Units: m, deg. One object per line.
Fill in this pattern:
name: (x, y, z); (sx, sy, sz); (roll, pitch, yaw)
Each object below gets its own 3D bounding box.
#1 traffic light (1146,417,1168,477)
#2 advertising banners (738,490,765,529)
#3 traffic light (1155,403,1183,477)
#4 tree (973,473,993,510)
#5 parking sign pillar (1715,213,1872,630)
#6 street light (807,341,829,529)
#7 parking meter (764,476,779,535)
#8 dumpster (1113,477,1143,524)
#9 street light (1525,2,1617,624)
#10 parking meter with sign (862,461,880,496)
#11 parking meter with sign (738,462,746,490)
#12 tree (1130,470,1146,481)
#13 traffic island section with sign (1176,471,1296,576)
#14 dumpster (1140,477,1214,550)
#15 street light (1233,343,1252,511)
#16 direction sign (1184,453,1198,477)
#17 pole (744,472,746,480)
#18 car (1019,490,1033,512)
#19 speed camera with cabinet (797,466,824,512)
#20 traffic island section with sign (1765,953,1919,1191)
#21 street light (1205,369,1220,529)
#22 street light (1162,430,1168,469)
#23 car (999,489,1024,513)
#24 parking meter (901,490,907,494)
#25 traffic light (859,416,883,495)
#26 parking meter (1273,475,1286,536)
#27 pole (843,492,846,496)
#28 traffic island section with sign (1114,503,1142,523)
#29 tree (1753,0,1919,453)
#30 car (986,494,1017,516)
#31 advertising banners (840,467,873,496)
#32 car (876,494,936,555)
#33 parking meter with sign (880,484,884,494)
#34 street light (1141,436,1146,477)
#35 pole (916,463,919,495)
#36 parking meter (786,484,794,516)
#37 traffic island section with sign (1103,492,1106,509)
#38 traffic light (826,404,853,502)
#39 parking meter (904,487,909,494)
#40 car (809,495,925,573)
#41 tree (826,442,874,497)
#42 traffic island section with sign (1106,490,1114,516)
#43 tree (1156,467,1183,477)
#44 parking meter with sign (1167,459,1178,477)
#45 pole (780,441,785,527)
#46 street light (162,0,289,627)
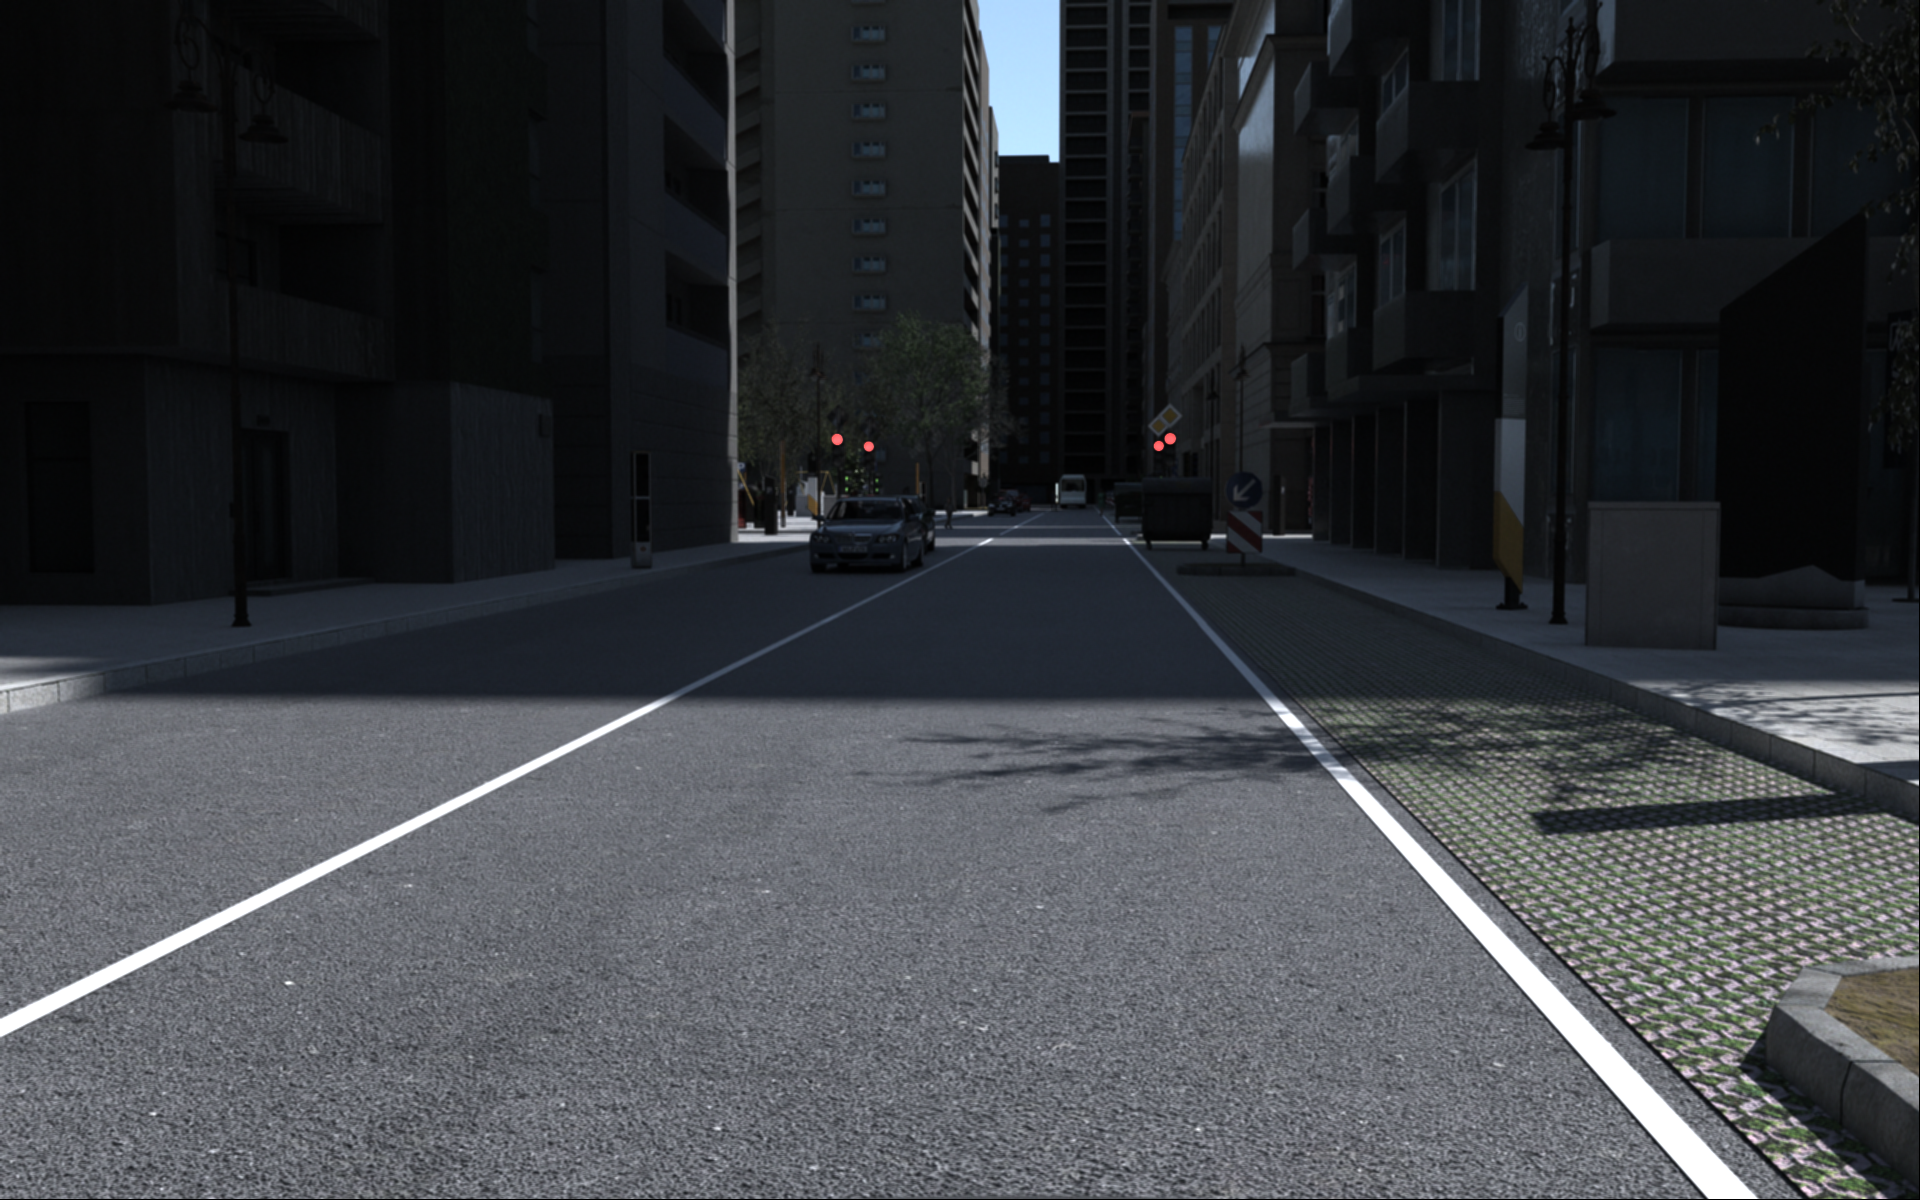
traffic light: (7.020, -4.438, 61.484); (0.839, 4.253, 0.868); (0, 4, 4)
advertising banners: (-8.158, -4.167, 64.317); (2.074, 3.025, 0.090); (-1, 4, -14)
traffic light: (6.455, -3.951, 53.519); (0.839, 4.253, 0.868); (0, 4, 4)
tree: (2.092, -9.108, 143.518); (1.663, 3.219, 1.824); (0, 3, 0)
parking sign pillar: (8.129, -1.740, 16.917); (1.447, 3.967, 1.447); (3, 5, 39)
street light: (-4.282, -4.875, 52.499); (0.468, 5.910, 1.993); (0, 4, 4)
parking meter: (-5.942, -2.989, 54.585); (0.399, 1.863, 0.255); (1, 4, 18)
dumpster: (8.412, -4.830, 83.922); (1.985, 2.255, 1.502); (0, 4, 3)
street light: (5.917, -2.701, 16.950); (0.468, 5.910, 1.993); (0, 4, 4)
parking meter with sign: (-4.813, -5.716, 89.716); (0.543, 3.016, 1.738); (1, 4, 17)
parking meter with sign: (-11.832, -5.964, 93.765); (0.543, 3.016, 1.738); (-1, 4, -9)
tree: (14.637, -8.796, 138.421); (1.663, 3.219, 1.824); (0, 3, 0)
traffic island section with sign: (4.899, -1.366, 30.968); (1.989, 1.847, 2.006); (0, 4, 4)
dumpster: (5.536, -2.209, 44.330); (1.865, 1.857, 1.264); (0, 4, 5)
street light: (8.611, -4.906, 53.002); (0.468, 5.910, 1.993); (0, 4, 4)
direction sign: (12.599, -6.277, 94.627); (0.876, 3.537, 0.379); (-2, 4, -24)
pole: (-15.932, -8.236, 128.508); (0.158, 3.312, 0.155); (0, 3, 0)
car: (4.806, -8.021, 140.191); (2.155, 1.783, 4.494); (0, 4, 2)
speed camera with cabinet: (-10.652, -7.900, 123.504); (2.038, 3.252, 0.660); (2, 4, 29)
traffic island section with sign: (2.978, 0.296, 3.791); (1.989, 1.847, 2.006); (0, 4, 4)
street light: (9.328, -5.589, 64.160); (0.468, 5.910, 1.993); (0, 4, 4)
street light: (11.802, -7.784, 100.057); (0.468, 5.910, 1.993); (0, 4, 4)
car: (3.805, -7.635, 133.499); (2.281, 1.827, 5.304); (0, 4, 4)
parking meter: (-3.547, -6.216, 110.048); (0.372, 1.533, 0.369); (0, 3, 0)
traffic light: (-3.217, -4.481, 62.190); (0.839, 4.253, 0.868); (0, 4, 4)
parking meter: (9.870, -2.926, 53.550); (0.255, 1.863, 0.399); (3, 4, 37)
pole: (-5.714, -5.607, 85.525); (0.158, 3.312, 0.155); (0, 3, 0)
traffic island section with sign: (8.836, -4.761, 86.478); (1.989, 1.847, 2.006); (0, 4, 4)
tree: (6.621, -3.706, 10.950); (4.360, 8.622, 3.978); (0, 3, 0)
car: (2.715, -6.258, 112.110); (2.009, 1.686, 4.222); (0, 4, 4)
advertising banners: (-4.915, -5.158, 80.514); (2.074, 3.025, 0.090); (2, 4, 31)
car: (-1.622, -1.882, 42.568); (2.131, 1.459, 4.920); (0, 4, 3)
parking meter with sign: (-6.161, -8.316, 132.219); (1.738, 3.016, 0.543); (-1, 4, -20)
street light: (14.360, -9.979, 135.948); (0.468, 5.910, 1.993); (0, 4, 4)
pole: (-2.784, -7.283, 112.928); (0.158, 3.312, 0.155); (0, 3, 0)
parking meter: (-9.914, -5.832, 101.061); (0.399, 1.863, 0.255); (-1, 4, -19)
traffic island section with sign: (16.235, -11.154, 190.995); (1.989, 1.847, 2.006); (0, 4, 4)
traffic light: (-3.782, -3.994, 54.225); (0.839, 4.253, 0.868); (0, 4, 4)
parking meter: (-4.161, -7.849, 134.036); (0.399, 1.863, 0.255); (1, 4, 15)
car: (-1.712, -1.295, 33.178); (2.014, 1.417, 4.499); (0, 4, 5)
tree: (-4.012, -4.253, 64.131); (1.663, 3.219, 1.824); (0, 3, 0)
traffic island section with sign: (10.741, -6.406, 113.366); (1.989, 1.847, 2.006); (0, 4, 4)
tree: (11.813, -6.290, 97.435); (1.663, 3.219, 1.824); (0, 3, 0)
parking meter with sign: (10.331, -5.373, 84.110); (0.543, 3.016, 1.738); (0, 4, 5)
pole: (-6.810, -4.448, 66.562); (0.158, 3.312, 0.155); (0, 3, 0)
street light: (-6.968, -2.681, 16.617); (0.468, 5.910, 1.993); (0, 4, 4)
